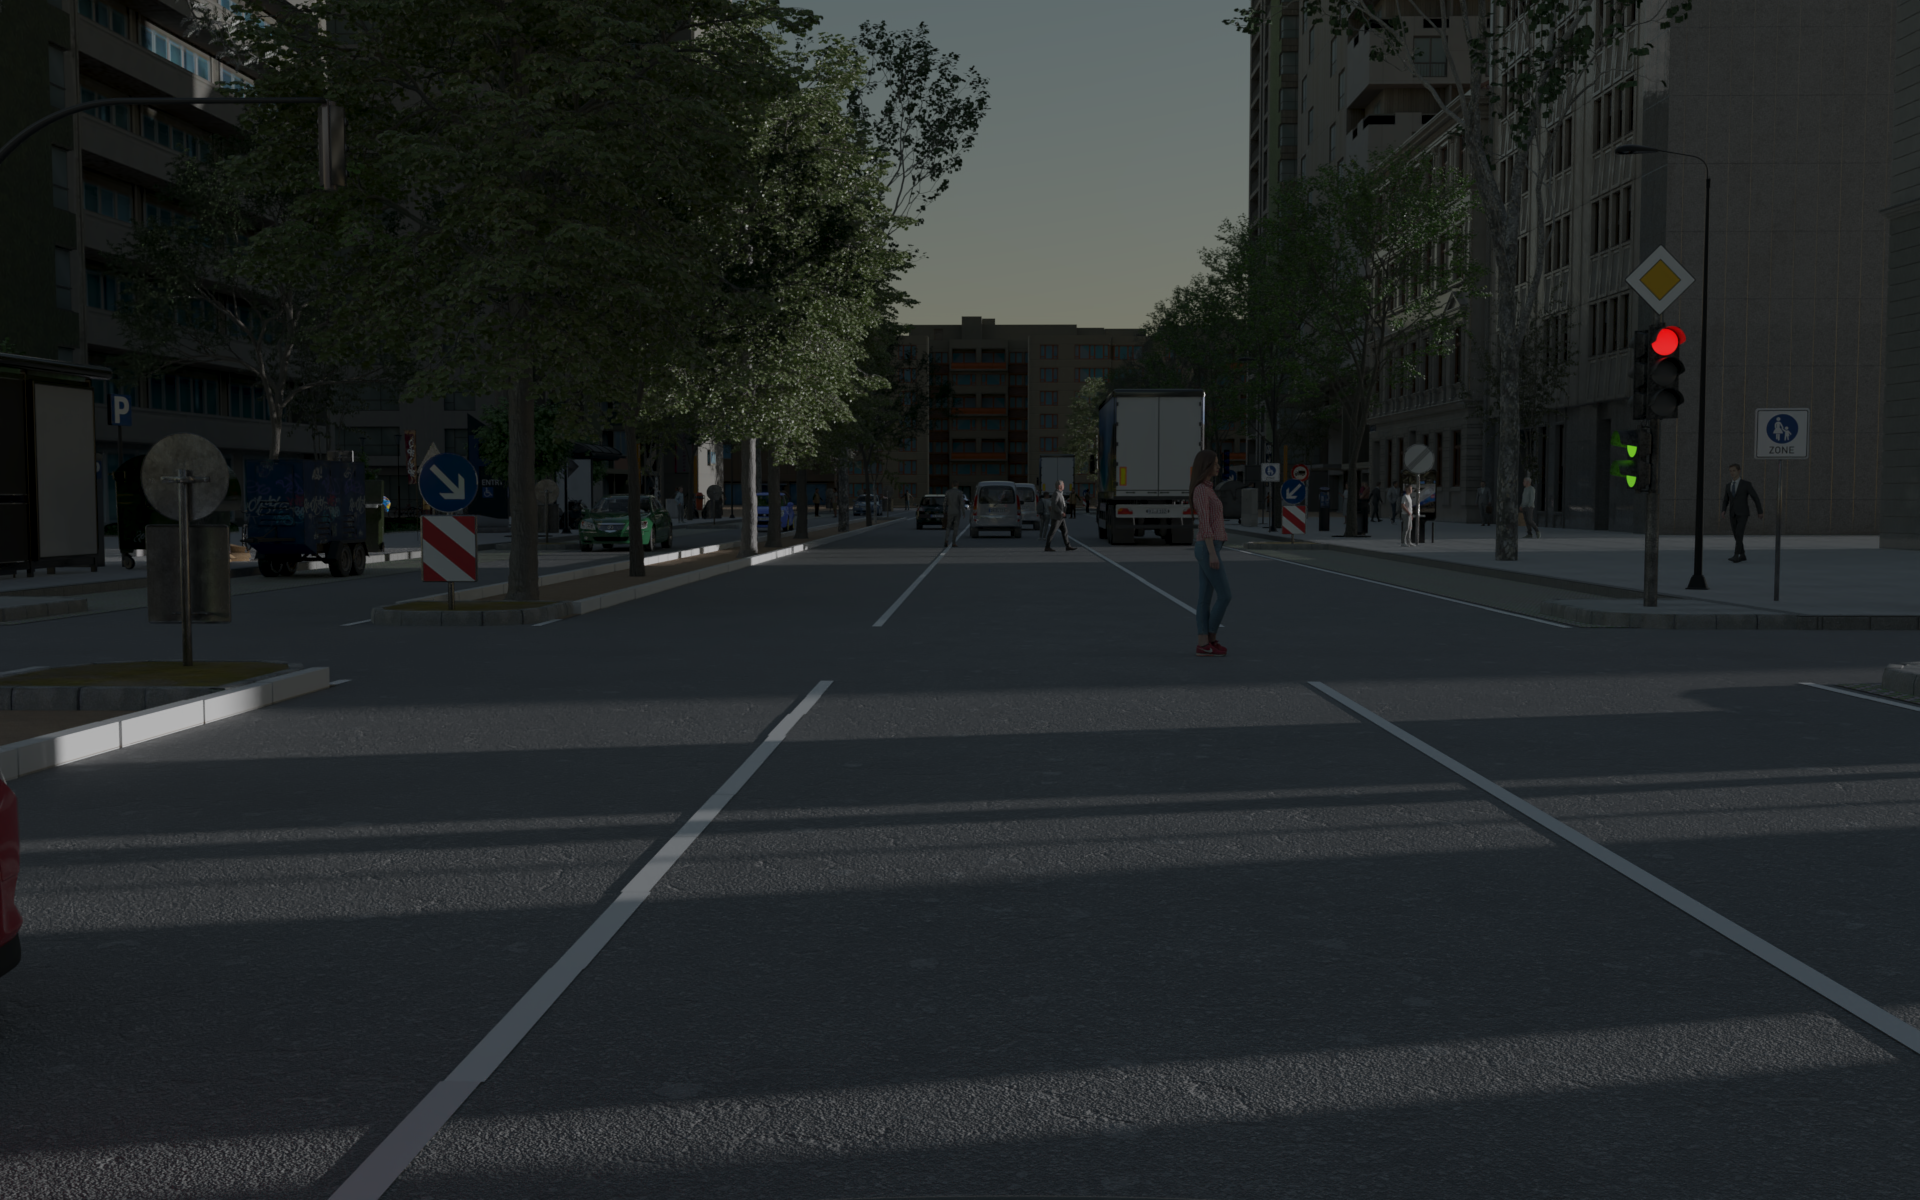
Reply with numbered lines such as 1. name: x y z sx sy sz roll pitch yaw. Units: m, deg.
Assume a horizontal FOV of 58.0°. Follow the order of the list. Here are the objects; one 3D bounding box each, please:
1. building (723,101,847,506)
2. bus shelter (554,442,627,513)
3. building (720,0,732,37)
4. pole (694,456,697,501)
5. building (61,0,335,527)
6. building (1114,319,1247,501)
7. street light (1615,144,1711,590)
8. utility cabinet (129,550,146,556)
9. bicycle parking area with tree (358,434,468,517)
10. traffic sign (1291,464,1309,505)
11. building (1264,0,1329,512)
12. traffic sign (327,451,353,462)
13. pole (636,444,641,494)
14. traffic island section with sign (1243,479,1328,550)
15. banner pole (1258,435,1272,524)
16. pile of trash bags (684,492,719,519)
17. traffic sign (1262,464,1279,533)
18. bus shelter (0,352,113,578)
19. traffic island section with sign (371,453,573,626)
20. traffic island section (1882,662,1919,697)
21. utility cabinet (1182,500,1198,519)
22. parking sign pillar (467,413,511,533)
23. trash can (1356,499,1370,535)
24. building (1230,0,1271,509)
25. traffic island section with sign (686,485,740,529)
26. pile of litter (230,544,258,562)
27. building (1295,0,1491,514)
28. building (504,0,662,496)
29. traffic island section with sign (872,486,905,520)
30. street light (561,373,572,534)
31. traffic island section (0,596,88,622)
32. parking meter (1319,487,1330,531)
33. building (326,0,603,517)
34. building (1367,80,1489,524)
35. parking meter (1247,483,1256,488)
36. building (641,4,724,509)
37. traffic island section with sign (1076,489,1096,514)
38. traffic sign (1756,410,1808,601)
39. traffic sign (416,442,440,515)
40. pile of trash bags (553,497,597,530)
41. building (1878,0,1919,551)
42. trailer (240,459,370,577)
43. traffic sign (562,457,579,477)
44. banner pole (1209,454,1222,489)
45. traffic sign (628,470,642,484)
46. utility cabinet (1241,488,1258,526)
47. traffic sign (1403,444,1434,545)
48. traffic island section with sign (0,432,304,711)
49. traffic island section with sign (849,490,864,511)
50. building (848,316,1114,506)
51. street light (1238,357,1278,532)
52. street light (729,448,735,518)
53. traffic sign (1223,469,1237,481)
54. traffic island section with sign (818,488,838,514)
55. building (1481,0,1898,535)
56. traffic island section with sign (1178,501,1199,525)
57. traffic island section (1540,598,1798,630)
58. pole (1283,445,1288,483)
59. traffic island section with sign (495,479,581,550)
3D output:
1. building: -20.281 -33.442 196.893 14.200 45.320 14.600 0 4 1
2. bus shelter: -14.959 -4.629 69.608 2.014 3.302 5.546 0 4 1
3. building: -37.864 -46.582 199.872 20.611 71.187 20.563 0 4 1
4. pole: -14.041 -6.005 92.024 0.158 3.312 0.155 0 3 0
5. building: -37.689 -26.857 62.809 21.300 48.544 21.600 0 4 1
6. building: 31.327 -21.898 203.068 28.899 21.520 27.650 0 4 1
7. street light: 9.399 -3.097 23.174 1.470 5.913 1.316 0 4 1
8. utility cabinet: -16.929 -1.525 36.103 0.306 1.237 1.020 1 4 14
9. bicycle parking area with tree: -28.496 -6.033 85.646 9.016 4.147 8.231 -2 4 -24
10. traffic sign: 14.376 -4.474 73.257 0.768 2.556 0.104 1 4 10
11. building: 30.050 -27.345 130.691 14.154 41.232 14.086 0 4 1
12. traffic sign: -14.595 -2.366 40.816 0.606 2.300 0.079 0 4 2
13. pole: -13.071 -4.674 70.269 0.158 3.312 0.155 0 3 0
14. traffic island section with sign: 8.464 -2.237 45.201 1.989 1.847 2.006 0 4 1
15. banner pole: 13.042 -5.119 73.719 0.401 3.779 0.863 -2 4 -23
16. pile of trash bags: -13.414 -4.889 89.693 1.912 1.369 3.447 0 4 -7
17. traffic sign: 10.317 -3.395 57.636 0.606 2.300 0.079 0 4 4
18. bus shelter: -15.116 -2.846 24.168 2.179 5.291 8.768 0 4 1
19. traffic island section with sign: -5.617 -0.709 19.725 2.006 1.907 1.989 0 4 1
20. traffic island section: 7.729 0.642 11.790 2.009 0.180 2.903 0 4 1
21. utility cabinet: 11.544 -4.732 86.039 1.173 1.500 0.318 -3 5 -41
22. parking sign pillar: -15.680 -4.224 57.534 1.447 3.967 1.447 -1 4 -9
23. trash can: 12.411 -2.587 53.954 0.748 1.137 0.748 0 3 0
24. building: 34.079 -43.349 147.009 20.563 71.187 20.611 0 4 1
25. traffic island section with sign: -10.195 -3.860 71.739 1.989 1.847 2.006 0 4 1
26. pile of litter: -14.076 -1.163 32.985 1.719 0.858 1.176 -3 4 -37
27. building: 36.976 -31.803 109.217 28.713 52.752 27.495 0 4 1
28. building: -34.086 -28.738 124.490 22.147 44.769 28.867 0 4 1
29. traffic island section with sign: -4.001 -5.303 94.846 2.006 1.907 1.989 0 4 1
30. street light: -12.232 -5.105 56.016 1.470 5.913 1.316 0 4 1
31. traffic island section: -11.635 0.127 20.199 2.009 0.180 2.903 0 4 1
32. parking meter: 12.599 -3.148 59.883 0.372 1.533 0.369 0 3 0
33. building: -30.005 -20.273 103.158 14.160 30.474 14.107 0 4 1
34. building: 27.106 -15.158 83.985 11.583 22.565 21.152 0 4 1
35. parking meter: 14.914 -5.077 88.717 0.255 1.863 0.399 -2 4 -34
36. building: -32.785 -32.171 149.693 21.600 48.544 21.300 0 4 1
37. traffic island section with sign: 10.697 -8.561 148.603 1.989 1.847 2.006 0 4 1
38. traffic sign: 9.801 -1.137 20.725 0.606 2.300 0.079 1 4 8
39. traffic sign: -13.164 -2.648 43.303 0.884 2.594 0.081 0 4 5
40. pile of trash bags: -14.499 -3.238 62.691 3.447 1.369 1.912 -3 5 -44
41. building: 36.322 -15.699 34.176 29.804 29.767 11.434 0 4 1
42. trailer: -11.245 -1.359 29.268 1.471 1.999 3.904 0 4 2
43. traffic sign: -13.085 -3.543 57.657 0.795 2.593 0.064 0 4 3
44. banner pole: 13.944 -6.423 95.035 0.863 3.779 0.401 1 4 18
45. traffic sign: -13.903 -4.401 74.084 0.606 2.300 0.079 0 4 8
46. utility cabinet: 11.417 -3.649 68.338 0.318 1.500 1.173 -1 4 -9
47. traffic sign: 11.629 -2.684 43.992 0.768 2.556 0.104 0 4 5
48. traffic island section with sign: -5.787 -0.256 12.320 2.006 1.907 1.989 0 4 1
49. traffic island section with sign: -8.513 -8.606 149.333 1.989 1.847 2.006 0 4 1
50. building: 2.274 -21.863 202.493 28.899 21.520 27.650 0 4 1
51. street light: 10.142 -5.286 58.966 1.470 5.913 1.316 0 4 1
52. street light: -11.561 -7.295 91.809 1.470 5.913 1.316 0 4 1
53. traffic sign: 13.883 -5.457 89.332 0.768 2.556 0.104 0 4 5
54. traffic island section with sign: -9.104 -6.930 121.927 1.989 1.847 2.006 0 4 1
55. building: 28.048 -14.993 63.154 12.078 24.808 19.932 0 4 1
56. traffic island section with sign: 9.054 -3.906 72.489 1.989 1.847 2.006 0 4 1
57. traffic island section: 7.902 0.153 19.773 2.009 0.180 2.903 0 4 1
58. pole: 13.570 -4.796 72.257 0.158 3.312 0.155 0 3 0
59. traffic island section with sign: -10.771 -2.212 44.790 1.989 1.847 2.006 0 4 1
